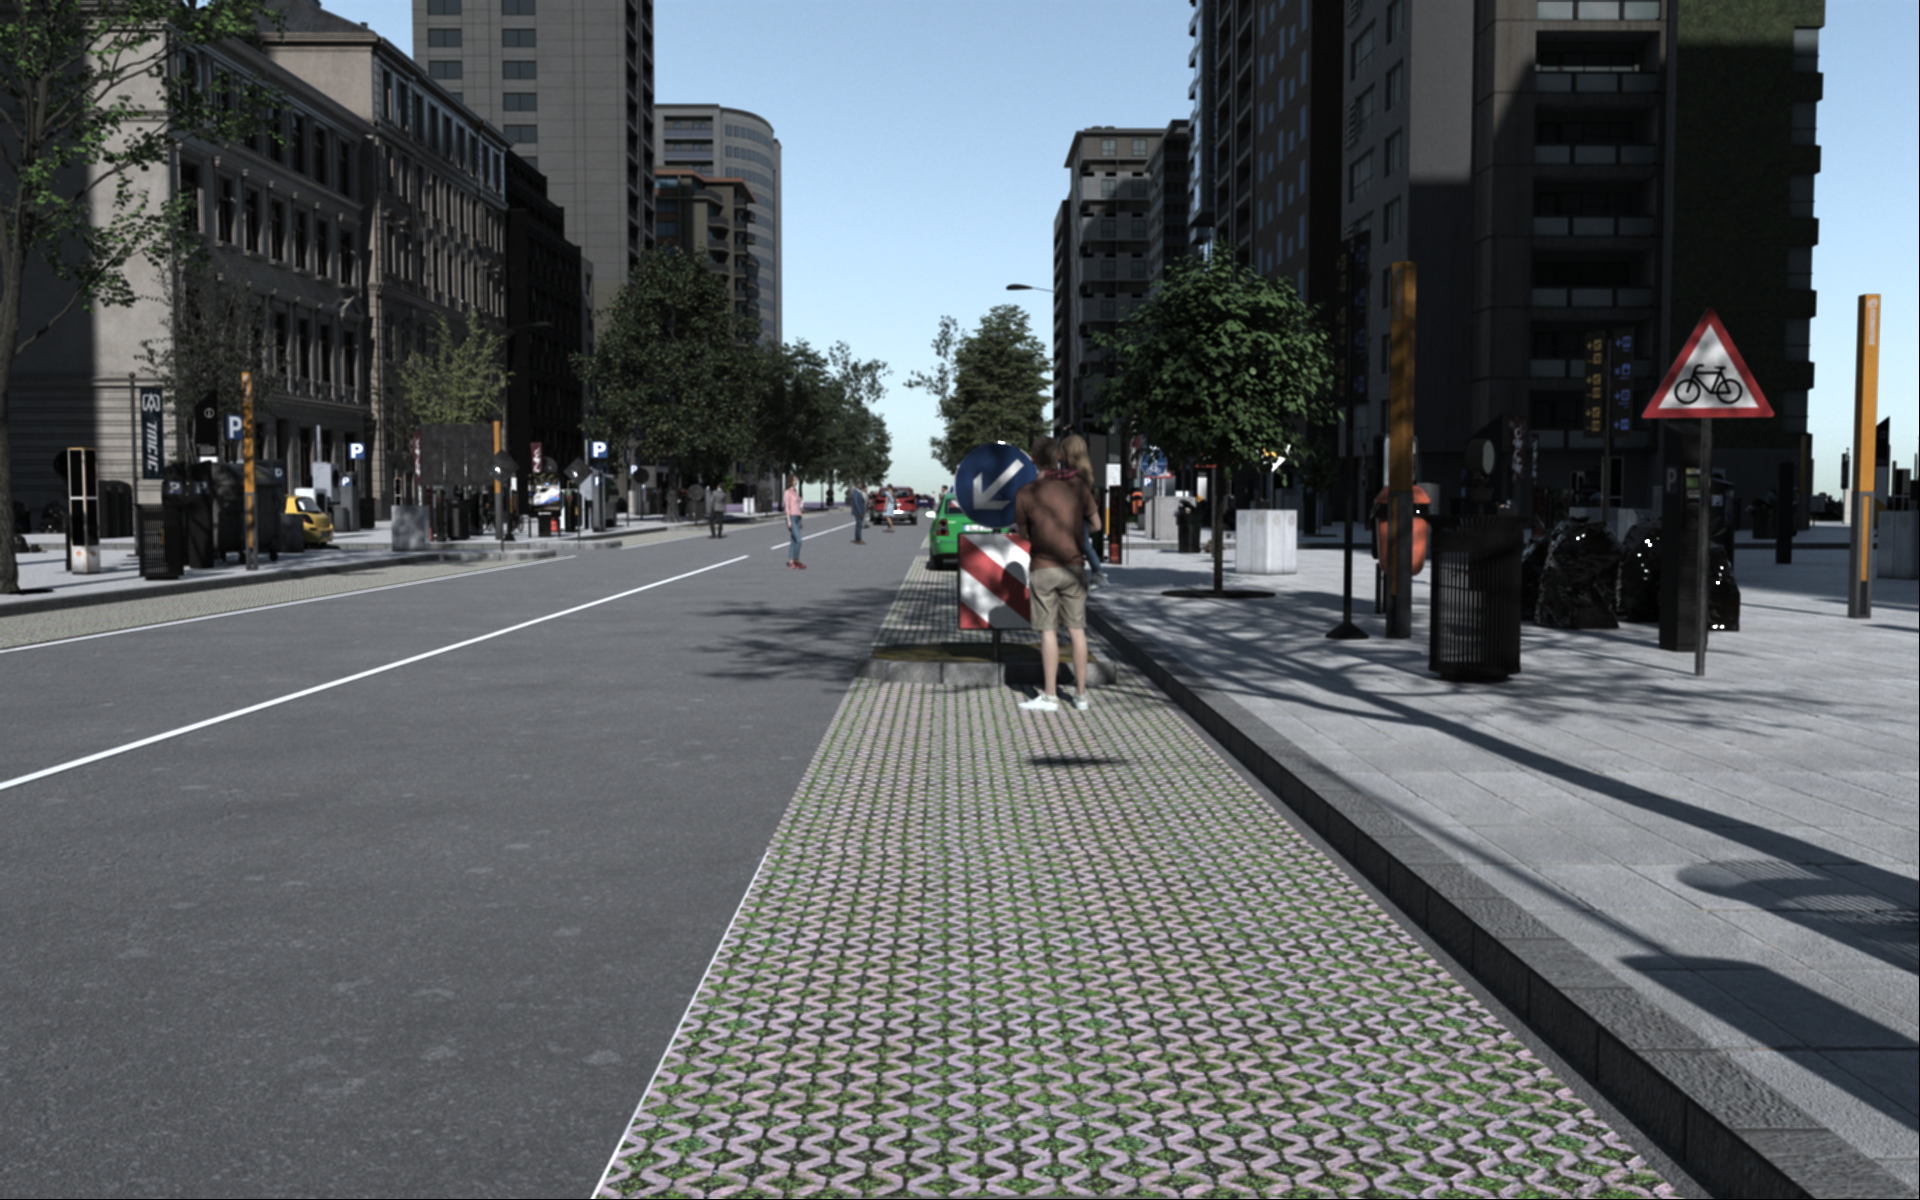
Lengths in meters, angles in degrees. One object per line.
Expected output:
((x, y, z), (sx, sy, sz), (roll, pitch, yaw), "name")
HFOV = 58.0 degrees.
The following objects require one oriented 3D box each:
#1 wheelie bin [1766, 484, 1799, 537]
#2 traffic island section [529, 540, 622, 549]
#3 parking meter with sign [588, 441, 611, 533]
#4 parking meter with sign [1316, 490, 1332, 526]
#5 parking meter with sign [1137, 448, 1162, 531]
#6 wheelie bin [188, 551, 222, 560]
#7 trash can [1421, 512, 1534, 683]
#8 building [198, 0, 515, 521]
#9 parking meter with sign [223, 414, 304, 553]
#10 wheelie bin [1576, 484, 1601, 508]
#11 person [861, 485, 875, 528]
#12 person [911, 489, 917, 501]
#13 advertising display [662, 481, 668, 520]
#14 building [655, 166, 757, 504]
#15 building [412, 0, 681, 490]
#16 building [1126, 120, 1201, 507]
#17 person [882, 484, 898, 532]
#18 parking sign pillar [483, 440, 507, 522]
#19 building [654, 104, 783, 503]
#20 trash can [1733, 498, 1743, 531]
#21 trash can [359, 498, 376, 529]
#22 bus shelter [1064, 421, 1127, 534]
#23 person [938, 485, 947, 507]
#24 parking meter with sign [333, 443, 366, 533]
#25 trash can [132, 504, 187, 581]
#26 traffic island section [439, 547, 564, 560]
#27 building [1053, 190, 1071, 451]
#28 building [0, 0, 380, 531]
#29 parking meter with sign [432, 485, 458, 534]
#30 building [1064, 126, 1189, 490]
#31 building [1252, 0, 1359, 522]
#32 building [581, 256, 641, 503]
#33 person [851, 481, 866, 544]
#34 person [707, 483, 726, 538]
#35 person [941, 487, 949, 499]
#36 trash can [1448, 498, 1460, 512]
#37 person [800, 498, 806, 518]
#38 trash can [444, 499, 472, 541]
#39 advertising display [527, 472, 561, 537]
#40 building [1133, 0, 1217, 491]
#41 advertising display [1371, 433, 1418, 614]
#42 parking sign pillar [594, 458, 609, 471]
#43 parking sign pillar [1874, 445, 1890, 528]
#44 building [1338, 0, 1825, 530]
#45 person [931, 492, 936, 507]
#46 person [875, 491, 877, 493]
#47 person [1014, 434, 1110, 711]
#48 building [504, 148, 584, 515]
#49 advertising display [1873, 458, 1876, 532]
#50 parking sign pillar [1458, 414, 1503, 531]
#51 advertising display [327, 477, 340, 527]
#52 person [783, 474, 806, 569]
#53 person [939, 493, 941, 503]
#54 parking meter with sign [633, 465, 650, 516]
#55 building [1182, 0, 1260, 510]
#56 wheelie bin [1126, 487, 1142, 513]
((24.806, -2.717, 52.330), (0.980, 1.594, 0.693), (-1, 4, -14), "wheelie bin")
((-10.258, -1.484, 46.540), (2.009, 0.180, 2.903), (0, 4, 0), "traffic island section")
((-12.120, -3.788, 58.196), (0.543, 3.016, 1.738), (-1, 4, -13), "parking meter with sign")
((14.637, -4.522, 70.189), (0.543, 3.016, 1.738), (-1, 4, -9), "parking meter with sign")
((6.687, -3.980, 61.340), (0.543, 3.016, 1.738), (1, 4, 19), "parking meter with sign")
((-14.792, -1.599, 34.054), (0.693, 1.594, 0.980), (0, 4, -7), "wheelie bin")
((3.555, -0.018, 11.941), (0.748, 1.137, 0.748), (0, 3, 0), "trash can")
((-33.002, -18.082, 92.910), (12.463, 27.353, 25.104), (0, 4, 0), "building")
((-15.199, -2.548, 37.928), (1.738, 3.016, 0.543), (1, 4, 18), "parking meter with sign")
((19.976, -2.873, 54.878), (0.980, 1.594, 0.693), (3, 4, 36), "wheelie bin")
((-4.044, -3.923, 72.918), (0.850, 1.792, 0.678), (3, 5, 40), "person")
((-3.346, -6.826, 120.374), (0.678, 1.792, 0.850), (-1, 4, -13), "person")
((-14.379, -4.896, 85.255), (0.123, 1.923, 0.974), (1, 4, 18), "advertising display")
((-39.147, -35.392, 233.275), (22.147, 44.769, 28.867), (0, 4, 0), "building")
((-36.837, -44.093, 159.174), (20.563, 71.187, 20.611), (0, 4, 0), "building")
((31.715, -29.344, 171.661), (32.217, 40.220, 23.993), (0, 4, 0), "building")
((-2.574, -3.435, 64.763), (0.616, 1.811, 0.778), (-2, 4, -29), "person")
((-21.078, -5.542, 79.090), (1.447, 3.967, 1.447), (1, 4, 11), "parking sign pillar")
((-38.744, -44.035, 261.963), (21.231, 58.520, 28.212), (0, 4, 0), "building")
((26.783, -2.966, 60.150), (0.748, 1.137, 0.748), (0, 3, 0), "trash can")
((-21.644, -3.146, 63.088), (0.748, 1.137, 0.748), (0, 3, 0), "trash can")
((4.511, -4.088, 58.114), (1.731, 3.624, 6.357), (0, 4, 0), "bus shelter")
((-0.579, -3.893, 72.420), (0.850, 1.792, 0.678), (-1, 4, -9), "person")
((-20.562, -3.792, 58.253), (0.543, 3.016, 1.738), (0, 4, 2), "parking meter with sign")
((-11.919, -0.867, 25.835), (0.748, 1.137, 0.748), (0, 3, 0), "trash can")
((-10.204, -0.995, 38.556), (2.009, 0.180, 2.903), (0, 4, 0), "traffic island section")
((25.853, -39.518, 269.813), (21.300, 48.544, 21.600), (0, 4, 0), "building")
((-32.545, -14.298, 69.925), (11.583, 22.565, 21.152), (0, 4, 0), "building")
((-16.726, -3.653, 55.984), (0.543, 3.016, 1.738), (1, 4, 18), "parking meter with sign")
((29.882, -40.111, 245.045), (28.713, 52.752, 27.495), (0, 4, 0), "building")
((22.783, -26.635, 85.589), (14.600, 45.320, 14.200), (0, 4, 0), "building")
((-41.314, -17.793, 135.950), (27.650, 21.520, 28.899), (0, 4, 0), "building")
((-2.923, -2.521, 49.906), (0.419, 1.800, 0.721), (0, 4, -5), "person")
((-7.875, -2.900, 56.094), (0.592, 1.802, 0.473), (-1, 4, -21), "person")
((-0.673, -4.633, 84.210), (0.622, 1.834, 0.822), (2, 4, 34), "person")
((17.297, -2.960, 60.046), (0.748, 1.137, 0.748), (0, 3, 0), "trash can")
((-9.515, -5.523, 103.810), (0.505, 1.210, 0.382), (-2, 4, -26), "person")
((-13.905, -2.223, 47.997), (0.748, 1.137, 0.748), (0, 3, 0), "trash can")
((-12.298, -2.815, 51.247), (0.974, 1.923, 0.123), (-1, 4, -14), "advertising display")
((27.248, -50.708, 141.739), (22.319, 86.520, 31.000), (0, 4, 0), "building")
((4.713, -0.830, 18.783), (0.123, 1.923, 0.974), (3, 4, 36), "advertising display")
((-22.420, -7.366, 108.902), (1.447, 3.967, 1.447), (2, 4, 28), "parking sign pillar")
((34.629, -4.712, 65.516), (1.447, 3.967, 1.447), (0, 4, 2), "parking sign pillar")
((23.357, -23.473, 67.373), (14.086, 41.232, 14.154), (0, 4, 0), "building")
((-2.985, -11.386, 195.601), (0.436, 1.711, 0.756), (-1, 4, -12), "person")
((-9.947, -12.083, 206.066), (0.705, 1.823, 1.348), (2, 4, 35), "person")
((0.687, -0.185, 11.505), (0.573, 1.828, 0.580), (2, 4, 31), "person")
((-32.565, -17.357, 113.465), (12.332, 23.373, 15.834), (0, 4, 0), "building")
((16.254, -1.576, 30.977), (0.123, 1.923, 0.974), (2, 4, 31), "advertising display")
((17.552, -4.272, 58.326), (1.447, 3.967, 1.447), (-1, 4, -12), "parking sign pillar")
((-23.762, -3.718, 66.001), (0.974, 1.923, 0.123), (1, 4, 16), "advertising display")
((-3.170, -1.499, 33.022), (0.388, 1.821, 0.555), (1, 4, 11), "person")
((-2.981, -15.572, 264.578), (0.415, 1.643, 0.593), (1, 4, 18), "person")
((-19.094, -6.556, 103.445), (0.543, 3.016, 1.738), (-3, 4, -38), "parking meter with sign")
((25.937, -41.096, 110.180), (20.563, 71.187, 20.611), (0, 4, 0), "building")
((8.319, -4.538, 82.106), (0.693, 1.594, 0.980), (3, 5, 45), "wheelie bin")
